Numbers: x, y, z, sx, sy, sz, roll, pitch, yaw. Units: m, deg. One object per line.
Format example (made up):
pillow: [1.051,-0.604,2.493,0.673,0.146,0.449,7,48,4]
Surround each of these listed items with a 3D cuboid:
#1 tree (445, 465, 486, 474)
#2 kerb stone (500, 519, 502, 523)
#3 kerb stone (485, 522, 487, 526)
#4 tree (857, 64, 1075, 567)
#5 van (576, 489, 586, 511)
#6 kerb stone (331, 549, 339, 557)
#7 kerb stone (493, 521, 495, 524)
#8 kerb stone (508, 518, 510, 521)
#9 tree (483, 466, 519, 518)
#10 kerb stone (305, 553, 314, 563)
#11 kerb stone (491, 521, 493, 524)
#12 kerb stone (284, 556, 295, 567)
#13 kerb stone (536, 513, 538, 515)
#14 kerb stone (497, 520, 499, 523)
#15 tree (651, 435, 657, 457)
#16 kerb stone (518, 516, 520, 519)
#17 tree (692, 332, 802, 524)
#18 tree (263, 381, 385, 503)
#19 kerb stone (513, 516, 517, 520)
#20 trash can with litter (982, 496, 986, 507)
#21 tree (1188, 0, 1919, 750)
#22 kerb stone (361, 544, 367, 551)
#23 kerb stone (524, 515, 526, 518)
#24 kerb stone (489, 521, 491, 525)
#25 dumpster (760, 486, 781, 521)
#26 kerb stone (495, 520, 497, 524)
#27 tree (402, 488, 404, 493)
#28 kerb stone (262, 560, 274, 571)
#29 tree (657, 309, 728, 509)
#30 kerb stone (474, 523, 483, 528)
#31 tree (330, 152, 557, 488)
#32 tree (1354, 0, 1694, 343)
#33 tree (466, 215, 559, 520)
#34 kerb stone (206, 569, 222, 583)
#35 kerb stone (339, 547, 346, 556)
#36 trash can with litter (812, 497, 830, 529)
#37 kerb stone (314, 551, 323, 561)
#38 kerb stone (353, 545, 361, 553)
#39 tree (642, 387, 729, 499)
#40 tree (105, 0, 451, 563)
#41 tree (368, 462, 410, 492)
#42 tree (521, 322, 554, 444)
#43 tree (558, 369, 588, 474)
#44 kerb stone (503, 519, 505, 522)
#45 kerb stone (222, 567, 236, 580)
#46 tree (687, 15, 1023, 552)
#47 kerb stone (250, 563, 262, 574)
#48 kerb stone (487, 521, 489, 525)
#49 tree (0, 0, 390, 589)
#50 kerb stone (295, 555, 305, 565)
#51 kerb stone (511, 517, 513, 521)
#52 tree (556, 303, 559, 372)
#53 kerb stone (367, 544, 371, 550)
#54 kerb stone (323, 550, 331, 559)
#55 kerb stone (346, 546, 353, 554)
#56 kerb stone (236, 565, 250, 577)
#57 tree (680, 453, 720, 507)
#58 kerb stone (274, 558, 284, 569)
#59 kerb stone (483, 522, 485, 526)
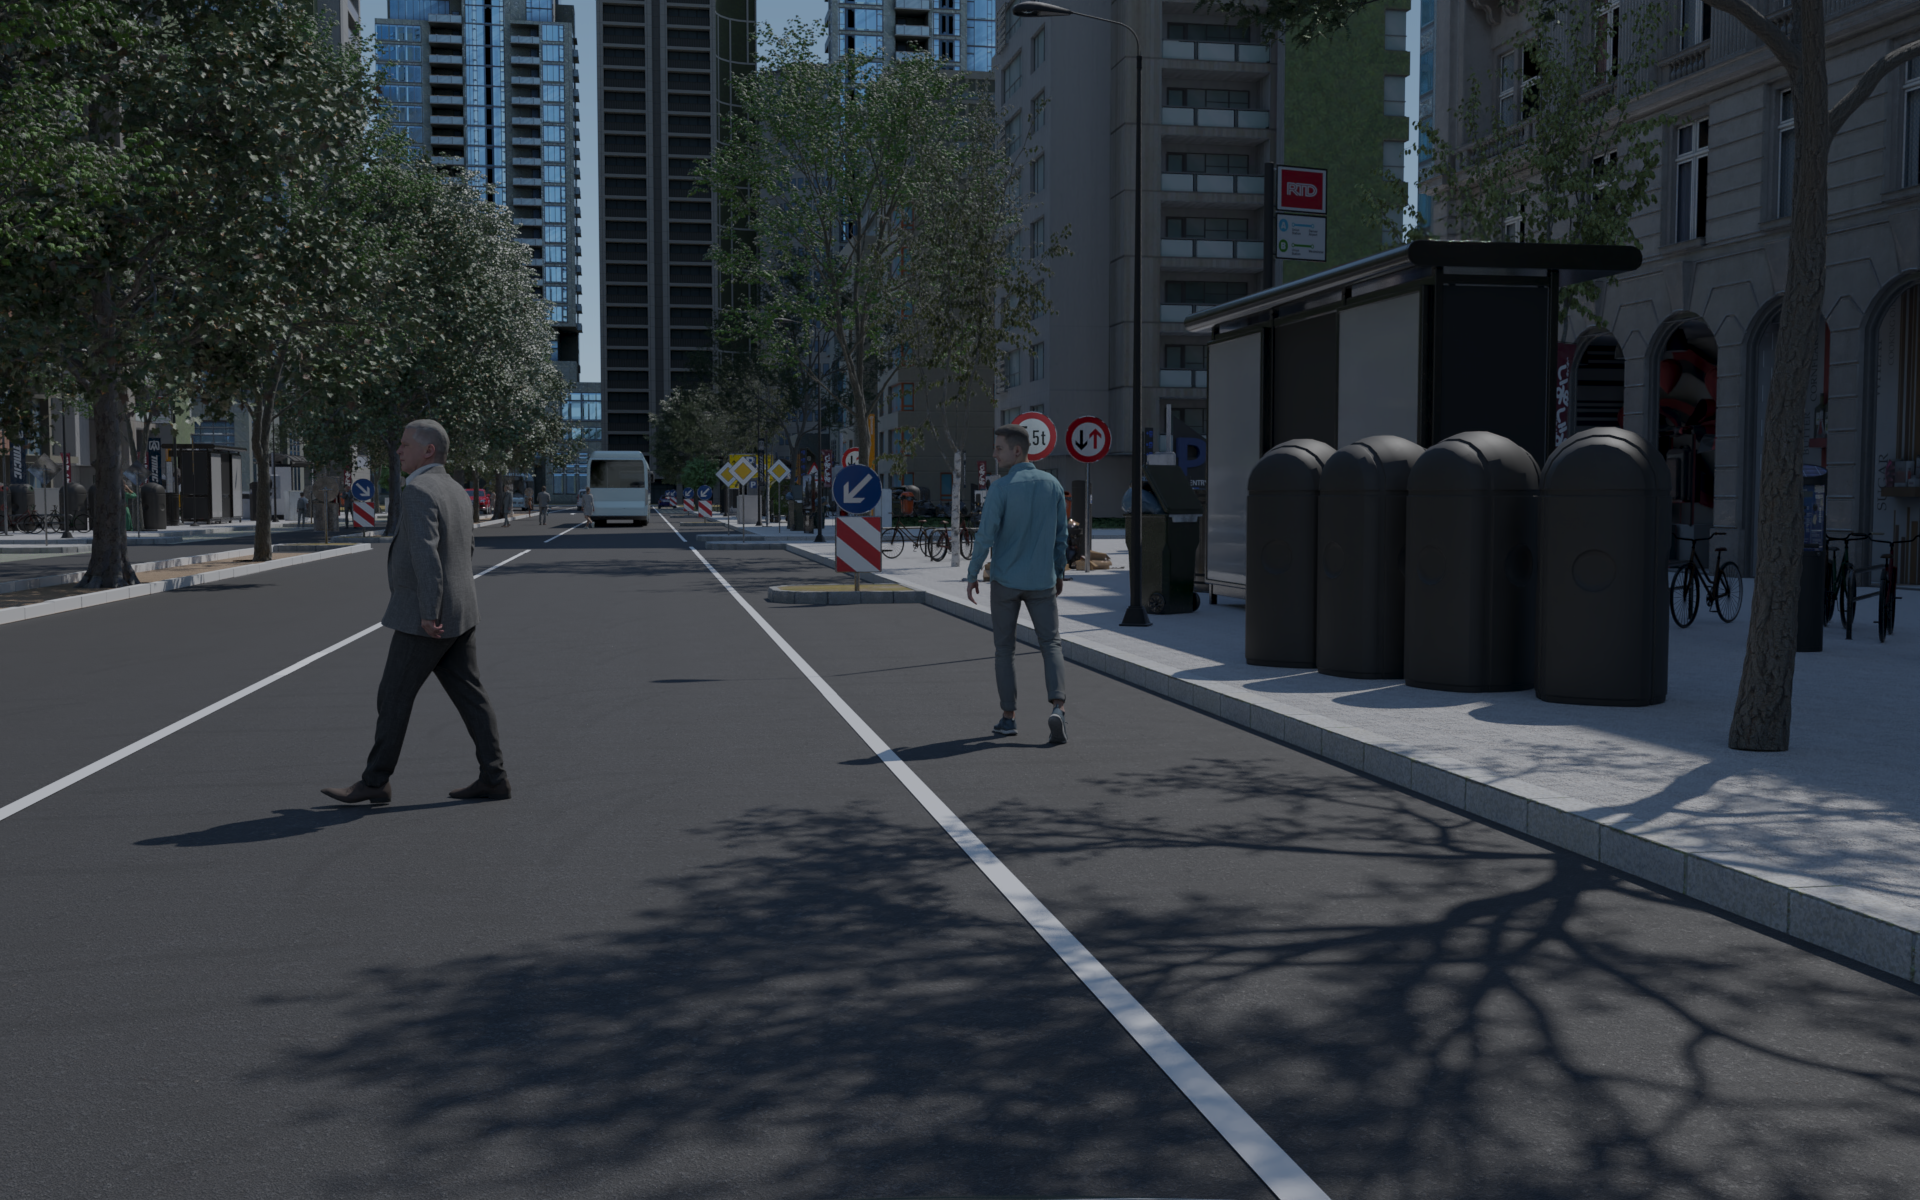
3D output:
tree: [-47.714,-14.125,165.351,8.767,10.594,7.601,0,4,-1]
kerb stone: [-22.773,-3.856,85.238,0.120,0.150,1.000,-1,4,-10]
kerb stone: [-21.289,-3.363,77.185,0.120,0.150,1.000,-1,4,-10]
tree: [-0.049,-4.907,30.597,4.360,8.622,3.978,0,3,0]
van: [-32.392,-8.783,150.617,2.013,2.044,4.112,-1,4,-9]
kerb stone: [-14.322,-1.049,39.343,0.120,0.150,1.000,-1,4,-10]
kerb stone: [-22.034,-3.610,81.213,0.120,0.150,1.000,-1,4,-10]
kerb stone: [-23.700,-4.160,90.282,0.120,0.150,1.000,-1,4,-10]
tree: [-28.181,-9.496,108.086,4.360,8.622,3.978,0,3,0]
kerb stone: [-13.760,-0.864,36.325,0.120,0.150,1.000,-1,4,-10]
kerb stone: [-21.842,-3.548,80.208,0.120,0.150,1.000,-1,4,-10]
kerb stone: [-13.396,-0.741,34.312,0.120,0.150,1.000,-1,4,-10]
kerb stone: [-28.154,-5.644,114.501,0.120,0.150,1.000,-1,4,-10]
kerb stone: [-22.395,-3.733,83.225,0.120,0.150,1.000,-1,4,-10]
tree: [-16.174,-11.292,119.043,8.767,10.594,7.601,1,4,9]
kerb stone: [-24.998,-4.597,97.353,0.120,0.150,1.000,-1,4,-10]
tree: [-8.284,-7.500,72.985,4.360,8.622,3.978,0,3,0]
tree: [-34.675,-9.835,95.217,7.601,10.594,8.767,0,4,-1]
kerb stone: [-24.625,-4.472,95.329,0.120,0.150,1.000,-1,4,-10]
trash can with litter: [1.594,-4.370,82.832,1.055,1.170,0.624,2,4,30]
tree: [4.339,-4.517,8.264,7.601,10.594,8.767,1,4,21]
kerb stone: [-15.056,-1.294,43.365,0.120,0.150,1.000,-1,4,-10]
kerb stone: [-25.931,-4.905,102.397,0.120,0.150,1.000,-1,4,-10]
kerb stone: [-21.660,-3.487,79.202,0.120,0.150,1.000,-1,4,-10]
dumpster: [-9.035,-4.654,81.845,1.264,1.857,1.865,-1,4,-10]
kerb stone: [-22.212,-3.666,82.220,0.120,0.150,1.000,-1,4,-10]
tree: [-42.616,-8.491,133.427,1.663,3.219,1.824,0,3,0]
kerb stone: [-13.019,-0.607,32.304,0.120,0.150,1.000,-1,4,-10]
tree: [-6.135,-7.846,62.690,8.767,10.594,7.601,-1,4,-14]
kerb stone: [-20.911,-3.228,75.175,0.120,0.150,1.000,-1,4,-10]
tree: [-20.229,-9.554,65.314,9.857,13.997,8.962,0,3,0]
tree: [7.924,-4.497,23.893,4.737,8.622,4.395,0,3,0]
tree: [-18.232,-8.327,55.617,9.611,12.733,9.660,0,3,0]
kerb stone: [-12.273,-0.371,28.255,0.120,0.150,1.000,-1,4,-10]
kerb stone: [-14.505,-1.108,40.349,0.120,0.150,1.000,-1,4,-10]
trash can with litter: [-5.296,-3.177,63.330,0.624,1.170,1.055,3,4,37]
kerb stone: [-13.945,-0.923,37.330,0.120,0.150,1.000,-1,4,-10]
kerb stone: [-14.869,-1.233,42.361,0.120,0.150,1.000,-1,4,-10]
tree: [-31.258,-17.895,199.243,9.857,13.997,8.962,0,3,0]
tree: [-14.577,-6.598,36.089,9.928,11.665,9.643,0,3,0]
tree: [-40.704,-8.609,124.474,4.285,4.588,4.351,0,3,0]
tree: [-23.855,-9.611,85.347,9.928,11.665,9.643,0,3,0]
tree: [-25.383,-10.739,95.050,9.611,12.733,9.660,0,3,0]
kerb stone: [-23.130,-3.977,87.255,0.120,0.150,1.000,-1,4,-10]
kerb stone: [-12.464,-0.433,29.279,0.120,0.150,1.000,-1,4,-10]
tree: [-2.223,-6.884,38.312,9.928,11.665,9.643,0,3,0]
kerb stone: [-12.831,-0.555,31.290,0.120,0.150,1.000,-1,4,-10]
kerb stone: [-21.467,-3.425,78.196,0.120,0.150,1.000,-1,4,-10]
tree: [-13.051,-6.535,26.320,9.611,12.733,9.660,0,3,0]
kerb stone: [-13.578,-0.801,35.319,0.120,0.150,1.000,-1,4,-10]
kerb stone: [-24.065,-4.289,92.313,0.120,0.150,1.000,-1,4,-10]
tree: [-21.886,-10.153,75.115,9.857,13.997,8.962,0,3,0]
kerb stone: [-15.241,-1.356,44.373,0.120,0.150,1.000,-1,4,-10]
kerb stone: [-14.126,-0.987,38.336,0.120,0.150,1.000,-1,4,-10]
kerb stone: [-14.691,-1.169,41.354,0.120,0.150,1.000,-1,4,-10]
kerb stone: [-12.645,-0.495,30.285,0.120,0.150,1.000,-1,4,-10]
tree: [-20.622,-9.487,138.833,4.285,4.588,4.351,0,3,0]
kerb stone: [-13.209,-0.678,33.308,0.120,0.150,1.000,-1,4,-10]
kerb stone: [-21.103,-3.295,76.180,0.120,0.150,1.000,-1,4,-10]
